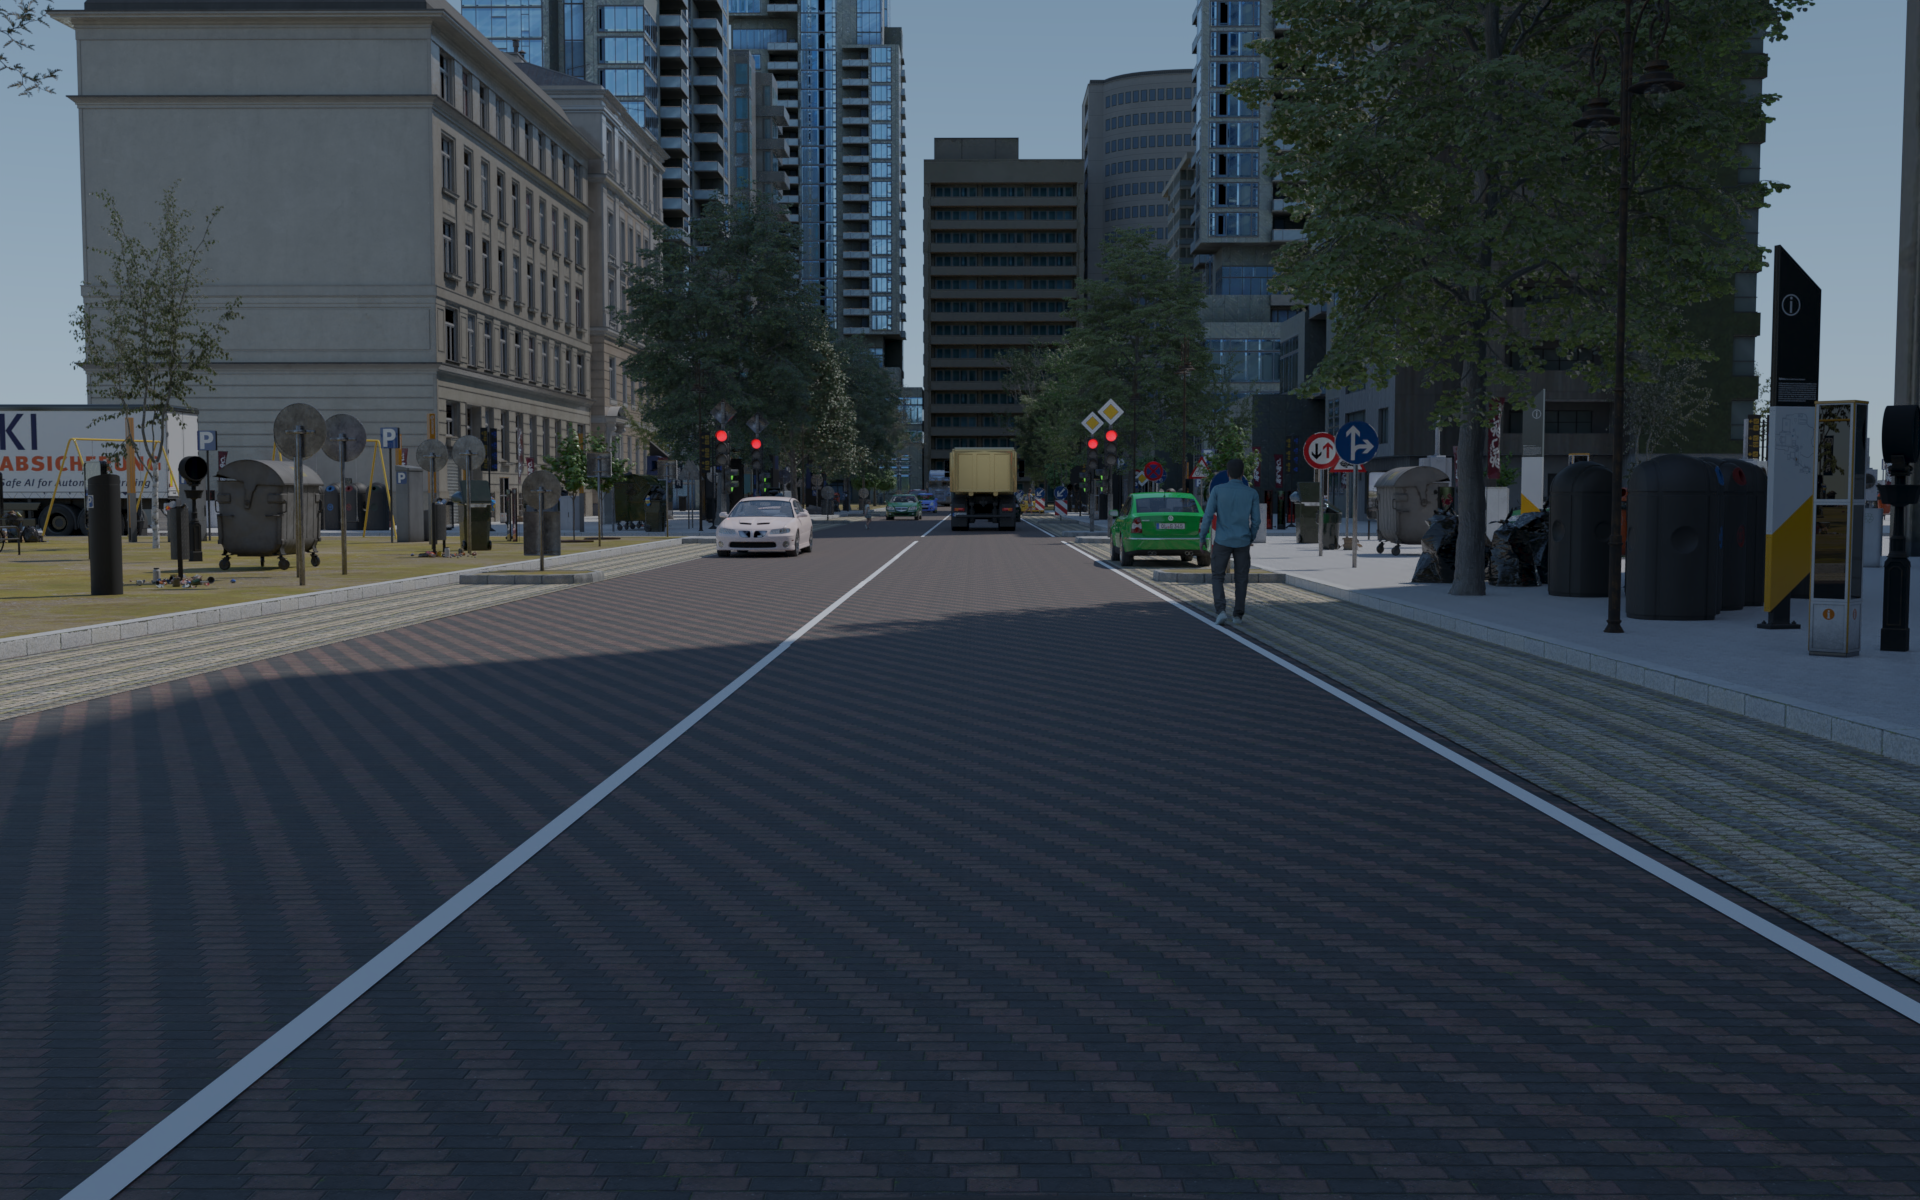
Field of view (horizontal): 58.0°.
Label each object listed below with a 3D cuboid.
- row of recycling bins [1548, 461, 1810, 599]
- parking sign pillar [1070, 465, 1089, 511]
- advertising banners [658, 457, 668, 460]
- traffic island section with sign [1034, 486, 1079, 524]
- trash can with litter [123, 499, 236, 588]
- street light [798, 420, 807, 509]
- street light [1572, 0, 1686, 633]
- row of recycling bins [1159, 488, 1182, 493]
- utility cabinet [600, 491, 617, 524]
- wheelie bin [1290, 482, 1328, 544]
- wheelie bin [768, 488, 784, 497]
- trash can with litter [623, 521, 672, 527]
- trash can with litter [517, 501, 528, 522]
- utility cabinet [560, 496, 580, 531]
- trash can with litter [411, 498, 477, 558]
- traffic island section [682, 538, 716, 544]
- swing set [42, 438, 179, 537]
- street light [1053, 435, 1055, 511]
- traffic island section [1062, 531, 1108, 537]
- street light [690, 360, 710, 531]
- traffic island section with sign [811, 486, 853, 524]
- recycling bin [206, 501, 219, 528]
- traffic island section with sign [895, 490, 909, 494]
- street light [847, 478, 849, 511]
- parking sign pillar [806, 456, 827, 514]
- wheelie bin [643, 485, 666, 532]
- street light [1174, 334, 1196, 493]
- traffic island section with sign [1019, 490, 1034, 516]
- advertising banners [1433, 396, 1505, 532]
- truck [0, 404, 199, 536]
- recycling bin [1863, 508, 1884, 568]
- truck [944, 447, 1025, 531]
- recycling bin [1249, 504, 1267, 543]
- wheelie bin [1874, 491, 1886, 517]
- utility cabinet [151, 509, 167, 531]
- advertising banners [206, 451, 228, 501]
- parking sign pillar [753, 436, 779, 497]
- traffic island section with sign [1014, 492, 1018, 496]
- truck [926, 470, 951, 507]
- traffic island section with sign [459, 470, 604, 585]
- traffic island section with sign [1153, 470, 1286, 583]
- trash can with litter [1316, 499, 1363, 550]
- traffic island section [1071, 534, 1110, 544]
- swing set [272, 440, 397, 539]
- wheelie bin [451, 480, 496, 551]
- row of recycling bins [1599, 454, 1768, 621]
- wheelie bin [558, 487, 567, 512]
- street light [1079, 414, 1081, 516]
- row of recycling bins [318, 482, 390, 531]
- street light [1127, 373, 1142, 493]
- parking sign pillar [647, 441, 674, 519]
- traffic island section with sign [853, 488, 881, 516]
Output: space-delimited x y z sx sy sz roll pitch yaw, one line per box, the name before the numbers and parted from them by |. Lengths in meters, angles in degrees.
row of recycling bins | 9.207 -0.885 21.581 3.534 1.692 1.069 0 4 8
parking sign pillar | 8.978 -8.694 130.621 1.447 3.967 1.447 2 4 24
advertising banners | -14.856 -5.283 82.565 2.074 3.025 0.090 1 4 15
traffic island section with sign | 4.766 -4.625 84.249 1.989 1.847 2.006 0 4 1
trash can with litter | -11.159 -0.822 24.493 1.678 1.210 2.233 -1 4 -23
street light | -8.493 -7.397 93.723 0.468 5.910 1.993 0 4 1
street light | 6.060 -2.635 15.874 0.468 5.910 1.993 0 4 1
row of recycling bins | 14.990 -7.333 127.007 3.534 1.692 1.069 2 4 25
utility cabinet | -14.943 -3.963 73.471 0.318 1.500 1.173 1 4 15
wheelie bin | 9.051 -2.273 45.076 0.980 1.594 0.693 0 4 -4
wheelie bin | -9.687 -5.075 90.878 0.980 1.594 0.693 -2 4 -27
trash can with litter | -12.316 -3.475 67.878 2.233 1.210 1.678 -2 4 -26
trash can with litter | -19.841 -4.158 79.365 0.624 1.170 1.055 2 4 27
utility cabinet | -13.826 -3.070 61.355 0.306 1.237 1.020 -3 4 -38
trash can with litter | -10.488 -1.509 35.727 1.678 1.210 2.233 0 4 6
traffic island section | -6.996 -1.768 51.181 2.009 0.180 2.903 0 4 1
swing set | -24.052 -3.184 49.674 2.862 2.851 3.119 2 4 26
street light | 7.300 -9.840 133.672 0.468 5.910 1.993 0 4 1
traffic island section | 4.520 -2.249 59.054 2.009 0.180 2.903 0 4 1
street light | -8.971 -5.322 59.798 0.468 5.910 1.993 0 4 1
traffic island section with sign | -6.356 -4.596 83.765 1.989 1.847 2.006 0 4 1
recycling bin | -28.200 -3.247 65.636 0.722 1.027 0.722 0 4 4
traffic island section with sign | -5.629 -9.355 161.576 1.989 1.847 2.006 0 4 1
street light | -8.265 -9.472 127.650 0.468 5.910 1.993 0 4 1
parking sign pillar | -9.196 -7.471 110.621 1.447 3.967 1.447 1 4 22
wheelie bin | -10.288 -3.101 58.615 0.693 1.594 0.980 1 4 12
street light | 6.486 -4.729 50.114 0.468 5.910 1.993 0 4 1
traffic island section with sign | 5.010 -6.300 111.637 1.989 1.847 2.006 0 4 1
advertising banners | 8.995 -2.099 30.514 2.074 3.025 0.090 -3 5 -40
truck | -30.345 -4.053 55.178 11.283 4.237 2.839 0 4 -1
recycling bin | 15.883 -1.104 30.611 0.722 1.027 0.722 2 4 31
truck | 0.980 -4.576 70.747 3.469 3.379 9.791 0 4 1
recycling bin | 7.657 -2.021 45.593 0.722 1.027 0.722 0 4 1
wheelie bin | 52.472 -5.561 98.824 0.693 1.594 0.980 1 4 18
utility cabinet | -27.212 -3.121 59.711 1.173 1.500 0.318 -3 4 -38
advertising banners | -30.193 -4.493 69.640 0.090 3.025 2.074 1 4 23
parking sign pillar | -8.993 -5.482 78.096 1.447 3.967 1.447 0 4 7
traffic island section with sign | 5.738 -10.969 187.971 1.989 1.847 2.006 0 4 1
truck | -2.395 -12.917 200.949 2.967 4.110 18.799 0 4 -1
traffic island section with sign | -6.887 -1.196 28.177 1.989 1.847 2.006 0 4 1
traffic island section with sign | 4.236 -1.224 28.642 1.989 1.847 2.006 0 4 1
trash can with litter | 8.738 -1.742 39.862 1.055 1.170 0.624 2 4 28
traffic island section | 4.445 -1.761 51.069 2.009 0.180 2.903 0 4 1
swing set | -18.010 -3.148 49.093 3.119 2.851 2.862 -3 4 -37
wheelie bin | -11.076 -1.925 39.384 0.980 1.594 0.693 -2 4 -29
row of recycling bins | 8.062 -0.725 18.964 1.069 1.692 3.534 2 4 35
wheelie bin | -17.270 -4.091 74.791 0.693 1.594 0.980 -3 4 -39
street light | 6.929 -7.757 99.614 0.468 5.910 1.993 0 4 1
row of recycling bins | -21.815 -3.328 61.520 3.534 1.692 1.069 1 4 18
street light | 6.586 -5.663 65.377 0.468 5.910 1.993 0 4 1
parking sign pillar | -15.242 -6.072 87.745 1.447 3.967 1.447 2 4 29
traffic island section with sign | -6.110 -6.253 110.860 1.989 1.847 2.006 0 4 1
